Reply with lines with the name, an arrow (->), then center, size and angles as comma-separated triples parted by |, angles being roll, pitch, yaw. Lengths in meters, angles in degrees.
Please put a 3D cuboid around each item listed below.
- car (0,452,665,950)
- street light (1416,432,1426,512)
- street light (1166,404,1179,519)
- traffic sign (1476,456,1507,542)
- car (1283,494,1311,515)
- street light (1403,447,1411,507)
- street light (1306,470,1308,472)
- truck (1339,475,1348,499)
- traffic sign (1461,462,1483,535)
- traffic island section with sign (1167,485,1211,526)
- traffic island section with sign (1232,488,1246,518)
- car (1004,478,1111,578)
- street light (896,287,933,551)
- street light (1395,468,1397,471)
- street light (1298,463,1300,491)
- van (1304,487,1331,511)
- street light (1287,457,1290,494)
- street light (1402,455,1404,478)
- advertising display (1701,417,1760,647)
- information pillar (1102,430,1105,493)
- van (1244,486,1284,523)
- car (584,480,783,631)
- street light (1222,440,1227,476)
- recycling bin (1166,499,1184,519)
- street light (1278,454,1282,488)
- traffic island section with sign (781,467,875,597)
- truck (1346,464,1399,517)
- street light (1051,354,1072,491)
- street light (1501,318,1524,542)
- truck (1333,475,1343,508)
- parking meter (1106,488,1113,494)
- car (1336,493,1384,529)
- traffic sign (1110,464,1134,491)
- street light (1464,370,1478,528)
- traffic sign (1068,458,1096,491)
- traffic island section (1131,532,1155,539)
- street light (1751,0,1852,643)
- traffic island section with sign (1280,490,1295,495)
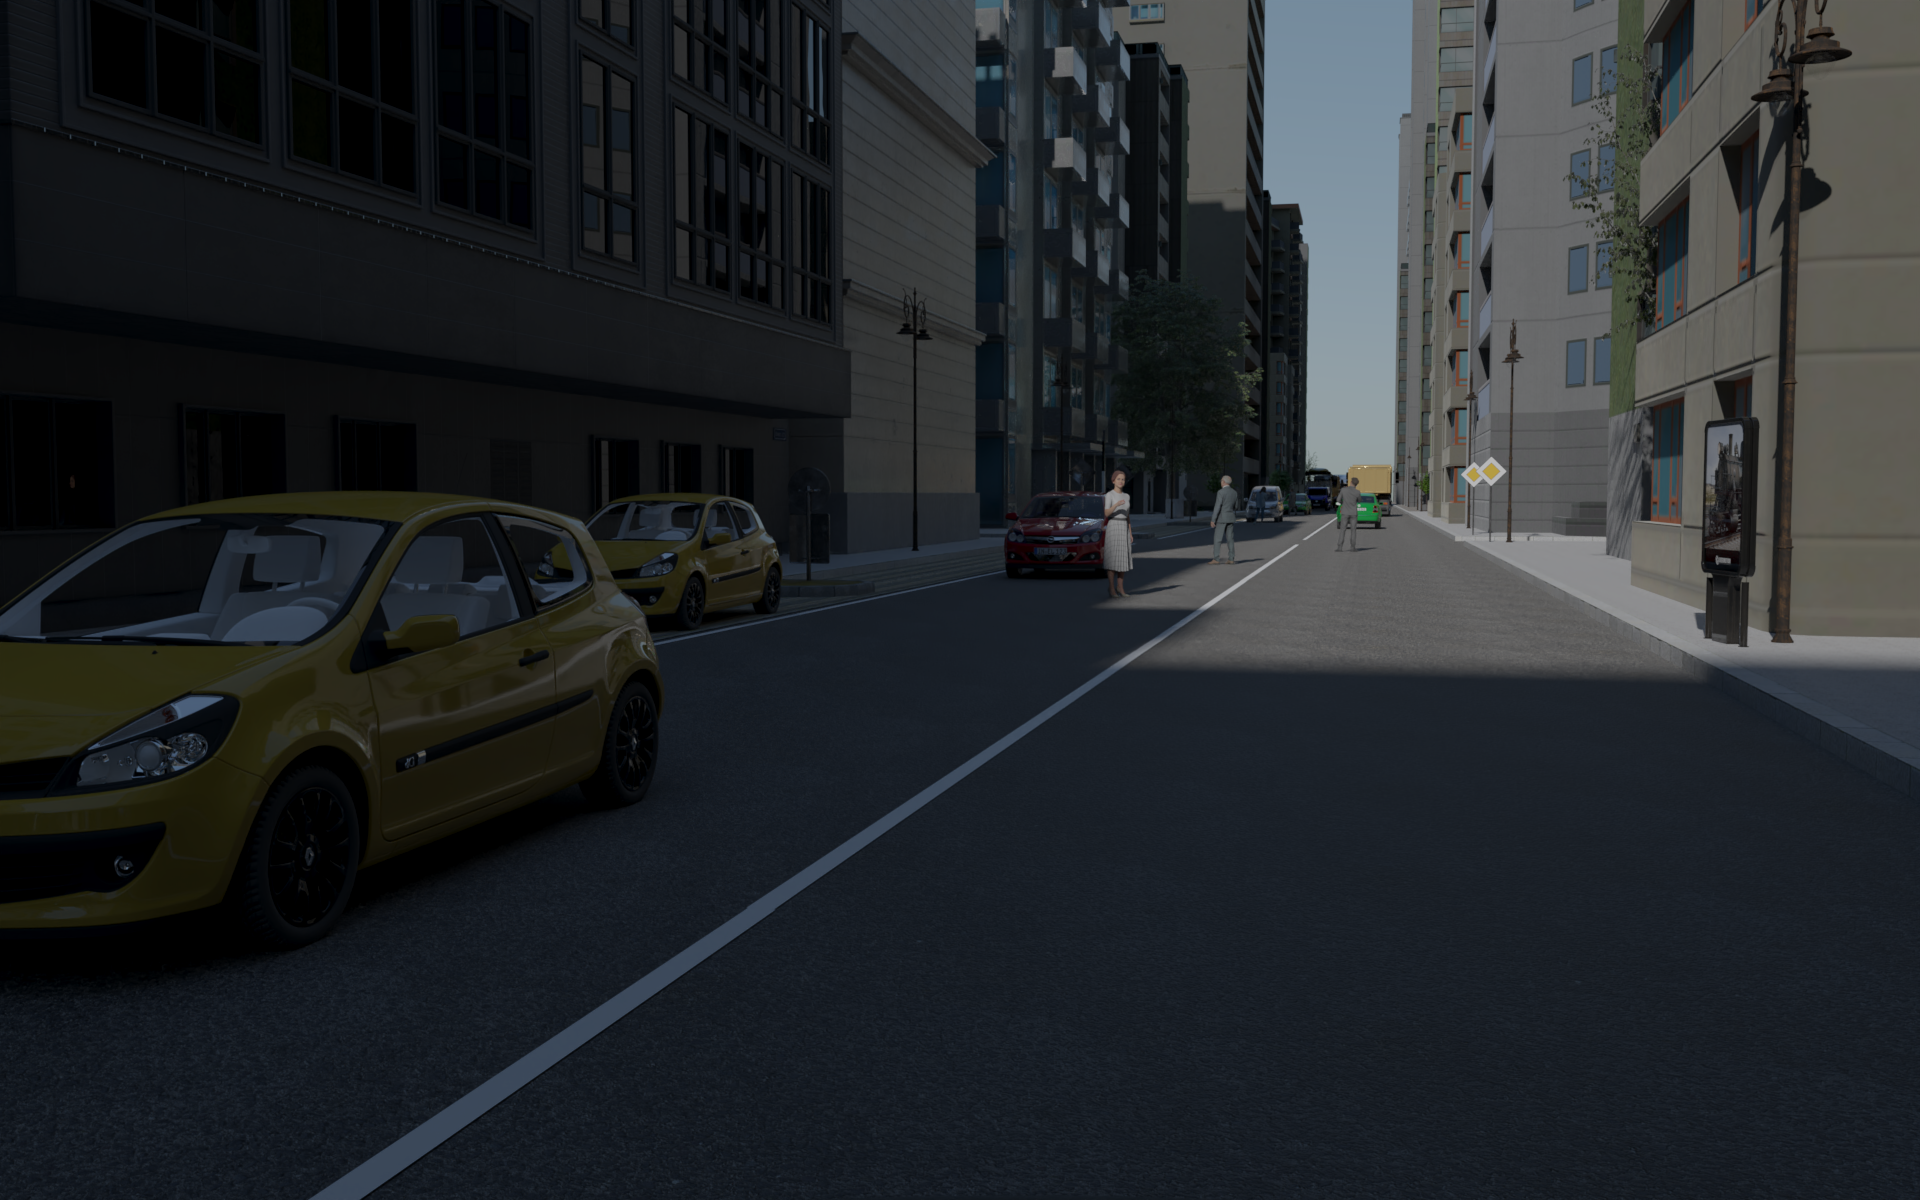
car -> -2.606, 0.209, 6.802 | 2.015, 1.641, 3.980 | 1, 4, 13
street light -> 33.803, -9.412, 126.681 | 0.468, 5.910, 1.993 | 1, 4, 13
street light -> 10.861, -7.088, 88.672 | 0.468, 5.910, 1.993 | 1, 4, 13
traffic sign -> 14.180, -2.608, 46.284 | 0.795, 2.450, 0.064 | 1, 4, 13
car -> 23.116, -6.736, 118.931 | 1.959, 1.807, 4.718 | 1, 4, 15
street light -> 43.968, -12.037, 169.594 | 0.468, 5.910, 1.993 | 1, 4, 13
street light -> 55.031, -18.470, 274.777 | 0.468, 5.910, 1.993 | 1, 4, 13
truck -> 53.614, -15.573, 244.374 | 2.967, 4.110, 18.799 | 1, 4, 12
traffic sign -> 16.027, -3.083, 54.054 | 0.795, 2.450, 0.064 | 1, 4, 13
traffic island section with sign -> 10.501, -4.287, 78.721 | 1.989, 1.847, 2.006 | 1, 4, 13
traffic island section with sign -> 16.736, -5.891, 104.948 | 1.989, 1.847, 2.006 | 1, 4, 13
car -> 1.954, -1.339, 30.925 | 2.155, 1.783, 4.494 | 1, 4, 12
street light -> -1.009, -4.043, 38.895 | 0.468, 5.910, 1.993 | 1, 4, 13
street light -> 55.888, -15.117, 219.948 | 0.468, 5.910, 1.993 | 1, 4, 13
street light -> 47.652, -16.572, 243.733 | 0.468, 5.910, 1.993 | 1, 4, 13
van -> 30.675, -8.800, 148.270 | 2.240, 2.365, 5.245 | 1, 4, 15
street light -> 40.333, -14.674, 212.711 | 0.468, 5.910, 1.993 | 1, 4, 13
street light -> 51.493, -13.965, 201.118 | 0.468, 5.910, 1.993 | 1, 4, 13
advertising display -> 6.610, -0.592, 14.899 | 0.123, 1.923, 0.974 | 0, 4, 5
information pillar -> 5.221, -4.383, 63.021 | 0.183, 3.616, 0.504 | 0, 4, 8
van -> 15.601, -4.990, 88.598 | 2.013, 2.044, 4.112 | 1, 4, 14
car -> -3.328, -0.563, 19.433 | 2.015, 1.641, 3.980 | 1, 4, 13
street light -> 18.416, -9.046, 120.686 | 0.468, 5.910, 1.993 | 1, 4, 13
recycling bin -> 11.290, -4.796, 90.966 | 0.722, 1.027, 0.722 | 3, 5, 44
street light -> 36.010, -13.590, 194.986 | 0.468, 5.910, 1.993 | 1, 4, 13
traffic island section with sign -> -2.305, -0.994, 24.886 | 1.989, 1.847, 2.006 | 1, 4, 13
truck -> 26.627, -7.113, 112.218 | 3.469, 3.379, 9.791 | 1, 4, 15
street light -> 3.361, -5.166, 57.252 | 0.468, 5.910, 1.993 | 1, 4, 13
street light -> 14.572, -4.465, 45.783 | 0.468, 5.910, 1.993 | 1, 4, 13
truck -> 37.957, -11.214, 179.265 | 3.469, 3.379, 9.791 | 1, 4, 13
parking meter -> 5.892, -3.625, 67.687 | 0.372, 1.533, 0.369 | 0, 3, 0
car -> 16.625, -3.870, 72.063 | 1.959, 1.807, 4.718 | 1, 4, 13
traffic sign -> 5.285, -3.240, 56.618 | 0.795, 2.450, 0.064 | 1, 4, 13
street light -> 18.991, -5.609, 64.490 | 0.468, 5.910, 1.993 | 1, 4, 13
traffic sign -> 3.439, -2.765, 48.849 | 0.795, 2.450, 0.064 | 1, 4, 13
traffic island section -> 5.261, -2.104, 56.685 | 2.009, 0.180, 2.903 | 1, 4, 13
street light -> 7.110, -2.569, 14.795 | 0.468, 5.910, 1.993 | 1, 4, 13
traffic island section with sign -> 34.639, -10.498, 180.272 | 1.989, 1.847, 2.006 | 1, 4, 13
